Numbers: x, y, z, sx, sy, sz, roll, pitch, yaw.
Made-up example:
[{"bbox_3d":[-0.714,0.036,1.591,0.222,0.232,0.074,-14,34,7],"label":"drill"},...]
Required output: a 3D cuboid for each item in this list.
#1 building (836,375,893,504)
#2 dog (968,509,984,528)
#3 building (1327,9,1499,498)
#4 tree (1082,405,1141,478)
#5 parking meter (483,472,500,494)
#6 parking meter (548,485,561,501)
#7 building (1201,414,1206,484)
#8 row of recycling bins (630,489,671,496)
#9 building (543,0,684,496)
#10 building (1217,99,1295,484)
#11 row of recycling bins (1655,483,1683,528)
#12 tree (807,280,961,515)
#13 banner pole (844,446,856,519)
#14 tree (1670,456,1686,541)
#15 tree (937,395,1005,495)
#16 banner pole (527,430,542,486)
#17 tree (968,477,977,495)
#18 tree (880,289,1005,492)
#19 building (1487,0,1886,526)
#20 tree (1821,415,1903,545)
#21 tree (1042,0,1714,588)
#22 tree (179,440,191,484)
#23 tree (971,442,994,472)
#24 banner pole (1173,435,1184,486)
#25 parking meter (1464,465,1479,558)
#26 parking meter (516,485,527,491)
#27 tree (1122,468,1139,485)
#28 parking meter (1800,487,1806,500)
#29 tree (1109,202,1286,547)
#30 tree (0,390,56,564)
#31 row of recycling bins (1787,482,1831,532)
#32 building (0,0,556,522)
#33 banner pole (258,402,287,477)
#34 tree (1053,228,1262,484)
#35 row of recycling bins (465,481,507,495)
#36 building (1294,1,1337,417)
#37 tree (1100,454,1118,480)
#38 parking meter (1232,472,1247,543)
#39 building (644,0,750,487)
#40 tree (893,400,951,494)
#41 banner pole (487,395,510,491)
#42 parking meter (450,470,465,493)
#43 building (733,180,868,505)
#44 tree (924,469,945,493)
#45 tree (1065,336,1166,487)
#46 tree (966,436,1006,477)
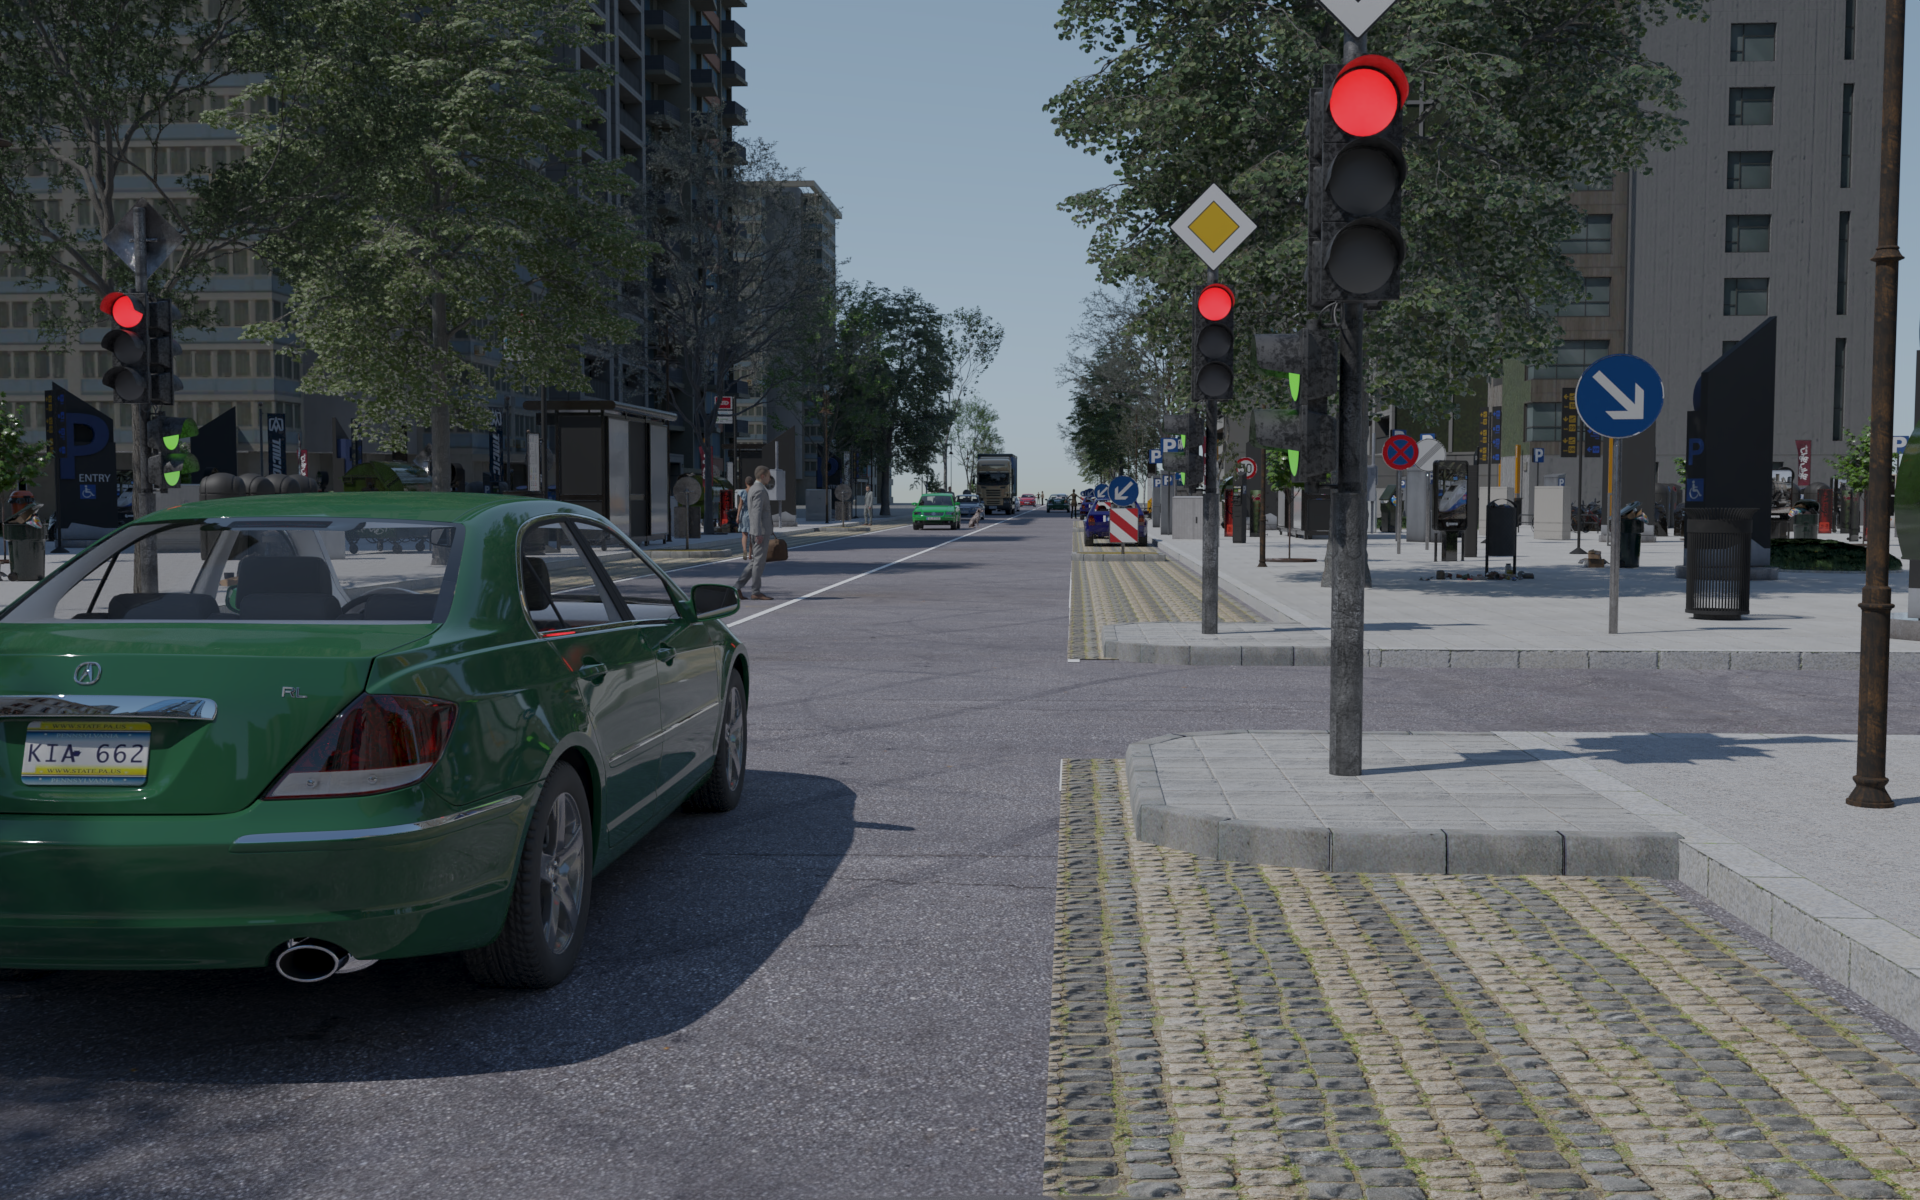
[{"bbox_3d":[-24.149,-23.567,230.362,27.650,21.520,28.899,0,4,4],"label":"building"},{"bbox_3d":[0.579,-3.477,73.679,0.513,0.831,0.800,-3,4,-38],"label":"dog"},{"bbox_3d":[35.178,-41.098,110.196,20.563,71.187,20.611,0,4,4],"label":"building"},{"bbox_3d":[16.583,-15.730,182.937,9.928,11.665,9.643,0,3,0],"label":"tree"},{"bbox_3d":[-12.311,-2.434,45.503,0.399,1.863,0.255,2,4,31],"label":"parking meter"},{"bbox_3d":[-11.046,-2.372,47.195,0.372,1.533,0.369,0,3,0],"label":"parking meter"},{"bbox_3d":[44.220,-35.368,232.888,22.147,44.769,28.867,0,4,4],"label":"building"},{"bbox_3d":[-11.074,-3.292,60.938,1.069,1.692,3.534,1,4,9],"label":"row of recycling bins"},{"bbox_3d":[-27.684,-40.599,102.038,20.563,71.187,20.611,0,4,4],"label":"building"},{"bbox_3d":[41.557,-35.656,206.669,21.300,48.544,21.600,0,4,4],"label":"building"},{"bbox_3d":[26.557,-3.570,65.484,1.069,1.692,3.534,2,4,33],"label":"row of recycling bins"},{"bbox_3d":[-4.463,-12.123,104.868,9.857,13.997,8.962,0,3,0],"label":"tree"},{"bbox_3d":[-5.718,-6.065,89.181,0.401,3.779,0.863,3,4,37],"label":"banner pole"},{"bbox_3d":[20.412,-3.260,47.901,1.663,3.219,1.824,0,3,0],"label":"tree"},{"bbox_3d":[0.966,-15.669,181.942,9.928,11.665,9.643,0,3,0],"label":"tree"},{"bbox_3d":[-16.597,-4.749,67.670,0.863,3.779,0.401,-1,4,-22],"label":"banner pole"},{"bbox_3d":[1.396,-11.838,188.145,1.663,3.219,1.824,0,3,0],"label":"tree"},{"bbox_3d":[-2.530,-18.640,160.658,12.611,20.169,13.585,0,3,0],"label":"tree"},{"bbox_3d":[30.714,-18.632,76.334,14.160,30.474,14.107,0,4,4],"label":"building"},{"bbox_3d":[22.284,-2.928,42.482,1.663,3.219,1.824,0,3,0],"label":"tree"},{"bbox_3d":[5.307,-7.154,23.622,9.857,13.997,8.962,0,3,0],"label":"tree"},{"bbox_3d":[-25.477,-3.799,56.707,1.663,3.219,1.824,0,3,0],"label":"tree"},{"bbox_3d":[3.460,-17.087,229.736,4.737,8.622,4.395,0,3,0],"label":"tree"},{"bbox_3d":[8.286,-4.633,65.770,0.401,3.779,0.863,-2,4,-35],"label":"banner pole"},{"bbox_3d":[10.372,-1.799,35.122,0.255,1.863,0.399,1,4,17],"label":"parking meter"},{"bbox_3d":[-12.756,-2.574,50.504,0.372,1.533,0.369,0,3,0],"label":"parking meter"},{"bbox_3d":[11.559,-7.483,116.952,1.663,3.219,1.824,0,3,0],"label":"tree"},{"bbox_3d":[29.685,-3.224,61.127,0.372,1.533,0.369,0,3,0],"label":"parking meter"},{"bbox_3d":[5.990,-5.570,41.430,4.360,8.622,3.978,0,3,0],"label":"tree"},{"bbox_3d":[-17.682,-2.302,32.243,1.663,3.219,1.824,0,3,0],"label":"tree"},{"bbox_3d":[27.898,-3.194,59.340,3.534,1.692,1.069,1,4,20],"label":"row of recycling bins"},{"bbox_3d":[-32.961,-23.733,79.919,32.217,40.220,23.993,0,4,4],"label":"building"},{"bbox_3d":[-18.754,-3.495,47.155,0.863,3.779,0.401,-2,4,-28],"label":"banner pole"},{"bbox_3d":[9.411,-10.285,78.536,12.009,13.543,11.850,0,3,0],"label":"tree"},{"bbox_3d":[-15.492,-2.928,54.982,3.534,1.692,1.069,3,4,38],"label":"row of recycling bins"},{"bbox_3d":[36.975,-36.298,135.479,21.231,58.520,28.212,0,4,4],"label":"building"},{"bbox_3d":[16.931,-14.909,194.119,4.737,8.622,4.395,0,3,0],"label":"tree"},{"bbox_3d":[7.276,-2.407,45.073,0.255,1.863,0.399,2,4,32],"label":"parking meter"},{"bbox_3d":[-27.909,-28.948,127.917,22.147,44.769,28.867,0,4,4],"label":"building"},{"bbox_3d":[-2.672,-10.821,127.281,4.360,8.622,3.978,0,3,0],"label":"tree"},{"bbox_3d":[-11.613,-3.294,43.872,0.401,3.779,0.863,2,4,34],"label":"banner pole"},{"bbox_3d":[-12.041,-2.182,41.387,0.399,1.863,0.255,1,4,20],"label":"parking meter"},{"bbox_3d":[-27.537,-31.265,203.068,32.217,40.220,23.993,0,4,4],"label":"building"},{"bbox_3d":[-2.151,-8.444,132.660,1.663,3.219,1.824,0,3,0],"label":"tree"},{"bbox_3d":[11.092,-12.523,122.885,7.486,12.596,7.792,0,3,0],"label":"tree"},{"bbox_3d":[4.269,-19.254,249.217,7.601,10.594,8.767,1,4,10],"label":"tree"}]
